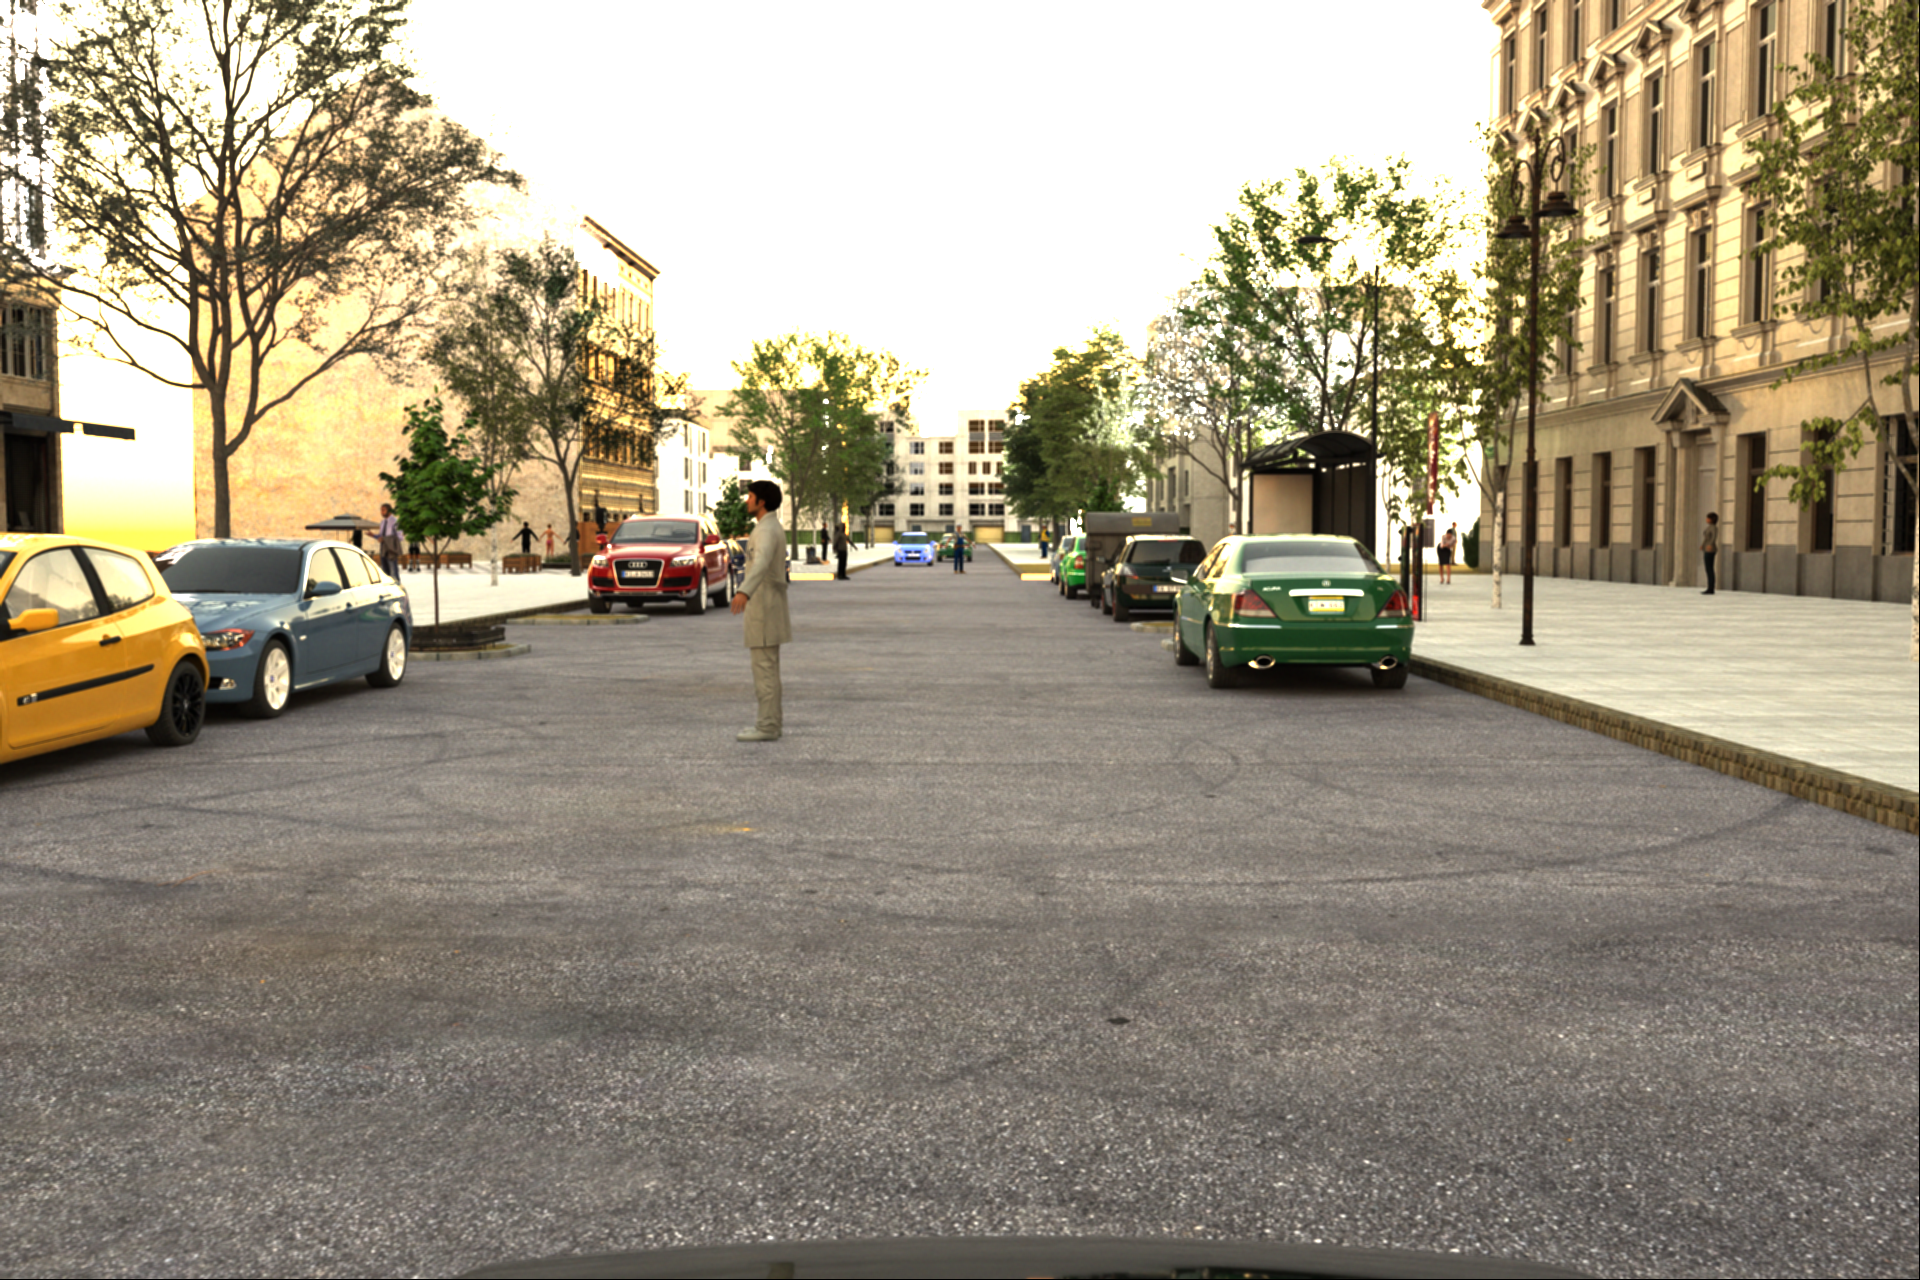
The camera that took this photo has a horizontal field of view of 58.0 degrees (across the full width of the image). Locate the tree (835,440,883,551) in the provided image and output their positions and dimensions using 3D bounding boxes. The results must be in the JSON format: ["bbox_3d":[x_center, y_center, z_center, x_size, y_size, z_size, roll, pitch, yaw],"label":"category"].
[{"bbox_3d":[-8.267,-10.868,128.057,4.360,8.622,3.978,0,3,0],"label":"tree"}]

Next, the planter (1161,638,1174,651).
[{"bbox_3d":[3.547,-0.034,21.695,1.991,0.319,1.994,0,4,1],"label":"planter"}]

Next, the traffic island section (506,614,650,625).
[{"bbox_3d":[-6.147,-0.328,28.228,1.991,0.108,1.994,0,4,1],"label":"traffic island section"}]

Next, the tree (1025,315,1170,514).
[{"bbox_3d":[7.199,-10.496,89.729,7.486,12.596,7.792,0,3,0],"label":"tree"}]

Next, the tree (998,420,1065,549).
[{"bbox_3d":[6.773,-14.141,149.329,7.486,12.596,7.792,0,3,0],"label":"tree"}]

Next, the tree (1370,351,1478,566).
[{"bbox_3d":[18.213,-7.220,68.409,4.737,8.622,4.395,0,3,0],"label":"tree"}]

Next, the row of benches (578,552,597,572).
[{"bbox_3d":[-11.096,-2.668,59.081,4.104,0.672,1.422,-1,4,-22],"label":"row of benches"}]

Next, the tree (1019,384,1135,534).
[{"bbox_3d":[7.064,-10.590,107.564,8.767,10.594,7.601,3,5,40],"label":"tree"}]

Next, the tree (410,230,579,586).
[{"bbox_3d":[-11.780,-5.646,42.669,4.360,8.622,3.978,0,3,0],"label":"tree"}]

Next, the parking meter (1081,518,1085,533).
[{"bbox_3d":[4.158,-3.102,56.422,0.399,1.863,0.255,0,4,1],"label":"parking meter"}]

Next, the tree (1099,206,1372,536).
[{"bbox_3d":[10.442,-9.461,65.062,12.009,13.543,11.850,0,3,0],"label":"tree"}]

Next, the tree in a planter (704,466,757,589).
[{"bbox_3d":[-5.993,-2.977,45.890,1.991,3.239,1.994,0,4,1],"label":"tree in a planter"}]

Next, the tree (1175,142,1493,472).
[{"bbox_3d":[9.747,-7.351,45.949,9.928,11.665,9.643,0,3,0],"label":"tree"}]

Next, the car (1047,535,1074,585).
[{"bbox_3d":[3.548,-2.336,50.190,2.014,1.417,4.499,0,4,1],"label":"car"}]

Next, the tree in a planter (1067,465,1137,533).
[{"bbox_3d":[3.698,-2.927,45.086,1.991,3.239,1.994,0,4,1],"label":"tree in a planter"}]

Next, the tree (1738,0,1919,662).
[{"bbox_3d":[9.789,-4.102,17.426,4.737,8.622,4.395,0,3,0],"label":"tree"}]

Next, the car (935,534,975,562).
[{"bbox_3d":[-0.284,-4.813,90.495,2.131,1.459,4.920,0,3,0],"label":"car"}]

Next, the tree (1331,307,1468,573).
[{"bbox_3d":[14.298,-6.499,56.623,4.737,8.622,4.395,0,3,0],"label":"tree"}]

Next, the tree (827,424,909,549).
[{"bbox_3d":[-8.092,-13.033,147.509,8.767,10.594,7.601,1,4,17],"label":"tree"}]

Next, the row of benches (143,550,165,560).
[{"bbox_3d":[-31.649,-3.176,67.398,4.104,0.672,1.422,2,4,26],"label":"row of benches"}]

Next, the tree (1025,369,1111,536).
[{"bbox_3d":[7.794,-12.221,117.939,7.486,12.596,7.792,0,3,0],"label":"tree"}]

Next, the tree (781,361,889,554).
[{"bbox_3d":[-8.305,-11.946,113.450,7.486,12.596,7.792,0,3,0],"label":"tree"}]

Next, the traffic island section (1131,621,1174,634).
[{"bbox_3d":[3.576,-0.183,25.853,1.991,0.108,1.994,0,3,0],"label":"traffic island section"}]

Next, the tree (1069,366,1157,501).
[{"bbox_3d":[6.628,-7.653,75.494,4.360,8.622,3.978,0,3,0],"label":"tree"}]

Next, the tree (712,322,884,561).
[{"bbox_3d":[-7.866,-9.658,83.658,9.928,11.665,9.643,0,3,0],"label":"tree"}]

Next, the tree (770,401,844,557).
[{"bbox_3d":[-7.957,-8.886,95.653,4.360,8.622,3.978,0,3,0],"label":"tree"}]

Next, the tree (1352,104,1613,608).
[{"bbox_3d":[9.287,-4.883,30.205,4.737,8.622,4.395,0,3,0],"label":"tree"}]

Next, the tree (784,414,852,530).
[{"bbox_3d":[-7.886,-9.279,102.067,4.360,8.622,3.978,0,3,0],"label":"tree"}]

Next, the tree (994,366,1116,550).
[{"bbox_3d":[7.216,-13.656,129.924,9.857,13.997,8.962,0,3,0],"label":"tree"}]

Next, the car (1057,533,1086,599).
[{"bbox_3d":[3.218,-1.873,39.423,1.959,1.807,4.718,0,4,0],"label":"car"}]

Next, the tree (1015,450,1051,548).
[{"bbox_3d":[8.075,-14.241,158.601,9.928,11.665,9.643,0,3,0],"label":"tree"}]

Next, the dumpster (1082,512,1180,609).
[{"bbox_3d":[3.330,-1.559,33.710,1.865,1.857,1.264,0,4,1],"label":"dumpster"}]

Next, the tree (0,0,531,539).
[{"bbox_3d":[-12.210,-7.230,28.574,12.009,13.543,11.850,0,3,0],"label":"tree"}]

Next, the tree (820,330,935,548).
[{"bbox_3d":[-8.639,-18.651,160.839,12.611,20.169,13.585,0,3,0],"label":"tree"}]

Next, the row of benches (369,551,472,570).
[{"bbox_3d":[-19.647,-2.934,63.435,1.422,0.672,4.104,3,4,39],"label":"row of benches"}]

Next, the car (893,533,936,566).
[{"bbox_3d":[-2.060,-4.199,78.240,1.945,1.707,3.694,0,4,0],"label":"car"}]

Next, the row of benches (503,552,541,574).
[{"bbox_3d":[-14.614,-2.589,57.786,1.422,0.672,4.104,0,4,-5],"label":"row of benches"}]

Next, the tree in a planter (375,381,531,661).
[{"bbox_3d":[-6.211,-1.421,20.462,1.991,3.239,1.994,0,4,1],"label":"tree in a planter"}]

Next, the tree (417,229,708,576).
[{"bbox_3d":[-11.863,-7.244,52.856,8.767,10.594,7.601,-2,4,-29],"label":"tree"}]

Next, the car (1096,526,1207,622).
[{"bbox_3d":[3.373,-1.214,29.641,2.009,1.686,4.222,0,4,1],"label":"car"}]

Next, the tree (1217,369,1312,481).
[{"bbox_3d":[12.843,-7.526,73.418,4.737,8.622,4.395,0,3,0],"label":"tree"}]

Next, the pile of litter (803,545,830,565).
[{"bbox_3d":[-6.105,-3.650,73.647,1.176,0.858,1.719,0,4,0],"label":"pile of litter"}]
